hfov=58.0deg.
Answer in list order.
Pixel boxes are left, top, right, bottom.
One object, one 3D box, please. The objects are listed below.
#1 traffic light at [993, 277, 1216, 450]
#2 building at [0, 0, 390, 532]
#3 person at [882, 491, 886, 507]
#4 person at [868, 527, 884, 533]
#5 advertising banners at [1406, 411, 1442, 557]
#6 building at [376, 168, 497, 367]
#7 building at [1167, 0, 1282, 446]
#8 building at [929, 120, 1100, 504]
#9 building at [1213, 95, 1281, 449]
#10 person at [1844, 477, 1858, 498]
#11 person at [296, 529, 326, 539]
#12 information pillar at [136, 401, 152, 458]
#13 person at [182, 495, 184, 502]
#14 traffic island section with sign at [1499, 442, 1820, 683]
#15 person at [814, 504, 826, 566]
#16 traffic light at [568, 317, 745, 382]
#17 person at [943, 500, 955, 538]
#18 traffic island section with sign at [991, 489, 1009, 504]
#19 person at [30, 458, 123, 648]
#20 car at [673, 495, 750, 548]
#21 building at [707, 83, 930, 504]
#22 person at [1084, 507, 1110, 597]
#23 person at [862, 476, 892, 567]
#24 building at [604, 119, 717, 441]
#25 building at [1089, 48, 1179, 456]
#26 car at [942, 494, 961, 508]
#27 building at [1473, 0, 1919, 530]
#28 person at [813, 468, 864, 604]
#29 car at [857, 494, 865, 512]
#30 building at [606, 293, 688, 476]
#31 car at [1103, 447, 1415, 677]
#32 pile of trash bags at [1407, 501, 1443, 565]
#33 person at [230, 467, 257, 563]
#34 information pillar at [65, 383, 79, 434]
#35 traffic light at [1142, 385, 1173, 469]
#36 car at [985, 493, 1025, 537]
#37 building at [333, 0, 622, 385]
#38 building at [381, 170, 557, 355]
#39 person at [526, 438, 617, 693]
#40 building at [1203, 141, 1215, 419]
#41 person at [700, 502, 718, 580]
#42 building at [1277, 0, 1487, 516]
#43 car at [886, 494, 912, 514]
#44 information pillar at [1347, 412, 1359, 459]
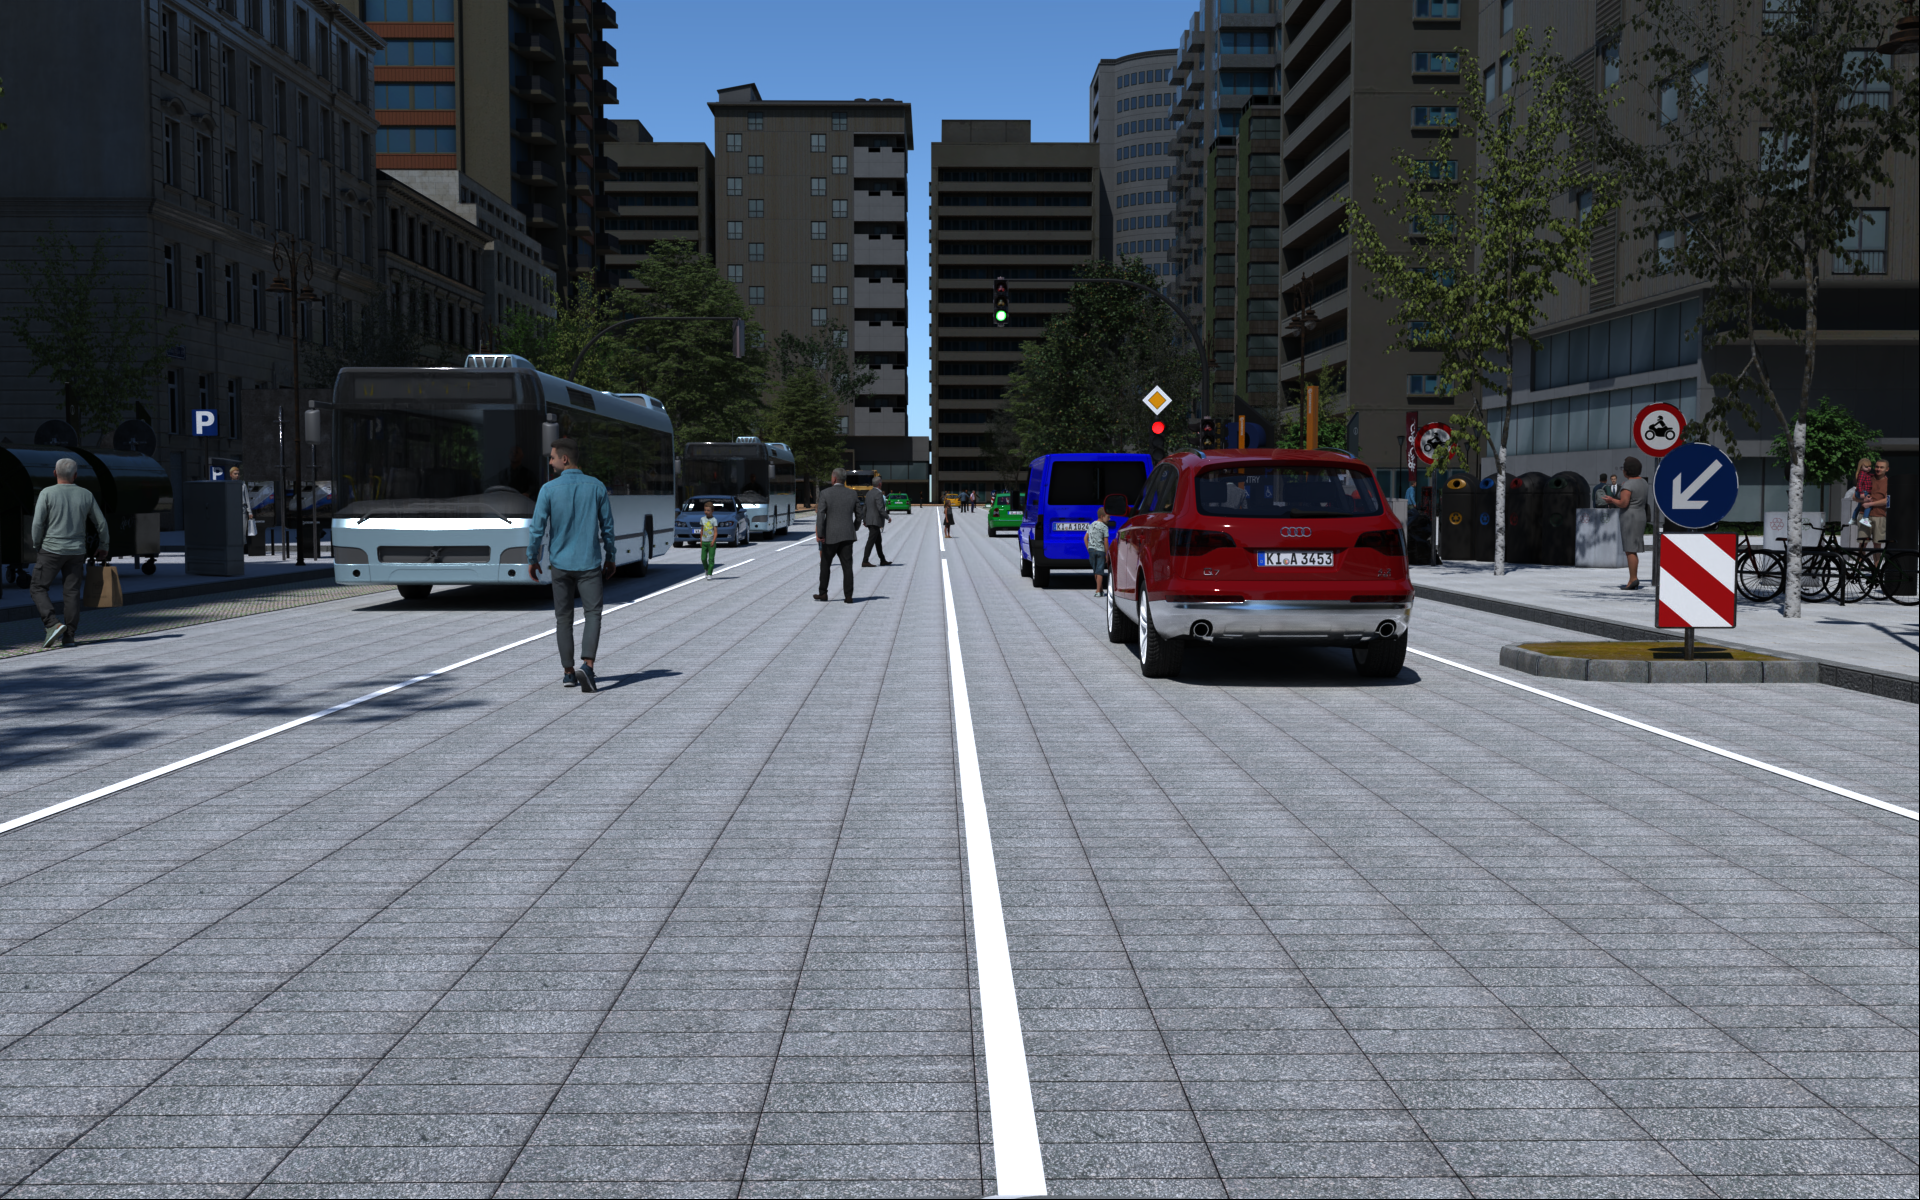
[{"bbox_3d":[3.072,-3.784,36.542,4.771,5.953,1.251,0,4,-1],"label":"traffic light"},{"bbox_3d":[-32.918,-16.660,69.651,12.463,27.353,25.104,0,4,-1],"label":"building"},{"bbox_3d":[-4.695,-5.848,105.925,0.330,1.601,0.589,-3,4,-36],"label":"person"},{"bbox_3d":[-3.107,-3.127,63.868,0.590,1.304,0.306,0,4,-4],"label":"person"},{"bbox_3d":[9.714,-2.430,35.920,0.090,3.025,2.074,-1,4,-12],"label":"advertising banners"},{"bbox_3d":[-32.351,-13.932,92.414,10.561,19.102,19.286,0,4,-1],"label":"building"},{"bbox_3d":[31.898,-33.384,165.442,23.786,49.044,30.456,0,4,-1],"label":"building"},{"bbox_3d":[6.765,-36.932,227.546,21.600,48.544,21.300,0,4,-1],"label":"building"},{"bbox_3d":[27.311,-21.849,128.940,14.160,30.474,14.107,0,4,-1],"label":"building"},{"bbox_3d":[20.619,-1.937,40.021,0.661,1.843,0.795,-2,4,-25],"label":"person"},{"bbox_3d":[-18.442,-2.630,49.148,0.850,1.850,0.679,-2,4,-28],"label":"person"},{"bbox_3d":[-20.559,-3.200,43.680,0.183,3.616,0.504,1,4,11],"label":"information pillar"},{"bbox_3d":[-24.878,-3.062,56.215,0.679,1.850,0.850,-1,4,-20],"label":"person"},{"bbox_3d":[5.526,-0.332,14.063,1.989,1.847,2.006,0,4,-1],"label":"traffic island section with sign"},{"bbox_3d":[-2.714,-1.302,34.480,0.352,1.250,0.332,-3,5,-41],"label":"person"},{"bbox_3d":[-7.918,-4.273,44.535,4.771,5.953,1.251,0,4,-1],"label":"traffic light"},{"bbox_3d":[-0.348,-2.641,56.343,0.373,1.253,0.362,3,5,43],"label":"person"},{"bbox_3d":[3.681,-8.438,146.585,1.989,1.847,2.006,0,4,-1],"label":"traffic island section with sign"},{"bbox_3d":[-8.347,-0.451,16.356,0.515,1.767,0.782,3,5,41],"label":"person"},{"bbox_3d":[-6.855,-2.199,47.961,2.014,1.417,4.499,0,4,-1],"label":"car"},{"bbox_3d":[-17.885,-39.255,231.052,27.495,52.752,28.713,0,4,-1],"label":"building"},{"bbox_3d":[1.925,-0.671,24.152,0.352,1.250,0.332,-1,4,-20],"label":"person"},{"bbox_3d":[-1.606,-1.546,34.167,0.834,1.777,0.661,-3,4,-39],"label":"person"},{"bbox_3d":[-42.434,-36.921,227.367,21.600,48.544,21.300,0,4,-1],"label":"building"},{"bbox_3d":[31.700,-41.904,227.134,28.212,58.520,21.231,0,4,-1],"label":"building"},{"bbox_3d":[-0.777,-10.067,174.819,2.015,1.641,3.980,0,4,-1],"label":"car"},{"bbox_3d":[38.712,-29.537,72.167,27.495,52.752,28.713,0,4,-1],"label":"building"},{"bbox_3d":[-1.646,-0.861,22.970,0.661,1.777,0.834,-2,4,-30],"label":"person"},{"bbox_3d":[-8.060,-7.549,133.217,2.009,1.686,4.222,0,4,0],"label":"car"},{"bbox_3d":[-42.648,-19.711,167.317,28.899,21.520,27.650,0,4,-1],"label":"building"},{"bbox_3d":[2.440,-0.392,15.085,2.281,1.827,5.304,0,4,0],"label":"car"},{"bbox_3d":[7.830,-1.403,32.689,1.912,1.369,3.447,0,4,1],"label":"pile of trash bags"},{"bbox_3d":[-13.329,-1.565,31.978,0.694,1.780,0.624,0,4,-5],"label":"person"},{"bbox_3d":[-18.783,-2.774,36.704,0.183,3.616,0.504,0,4,-7],"label":"information pillar"},{"bbox_3d":[5.051,-3.411,44.696,0.839,4.253,0.868,0,4,-1],"label":"traffic light"},{"bbox_3d":[1.839,-3.061,58.836,1.959,1.807,4.718,0,4,0],"label":"car"},{"bbox_3d":[-38.511,-29.265,133.110,22.147,44.769,28.867,0,4,-1],"label":"building"},{"bbox_3d":[-32.786,-15.661,110.808,10.420,20.320,16.860,0,4,-1],"label":"building"},{"bbox_3d":[-2.858,-0.265,12.692,0.638,1.841,0.748,0,4,-5],"label":"person"},{"bbox_3d":[26.984,-22.710,143.018,14.160,30.474,14.107,0,4,-1],"label":"building"},{"bbox_3d":[-4.200,-0.993,28.986,0.306,1.304,0.590,0,4,-5],"label":"person"},{"bbox_3d":[32.718,-29.637,108.268,21.300,48.544,21.600,0,4,-1],"label":"building"},{"bbox_3d":[-4.415,-7.051,124.081,1.959,1.807,4.718,0,4,-2],"label":"car"},{"bbox_3d":[11.127,-3.532,49.110,0.504,3.616,0.183,-3,5,-44],"label":"information pillar"}]
